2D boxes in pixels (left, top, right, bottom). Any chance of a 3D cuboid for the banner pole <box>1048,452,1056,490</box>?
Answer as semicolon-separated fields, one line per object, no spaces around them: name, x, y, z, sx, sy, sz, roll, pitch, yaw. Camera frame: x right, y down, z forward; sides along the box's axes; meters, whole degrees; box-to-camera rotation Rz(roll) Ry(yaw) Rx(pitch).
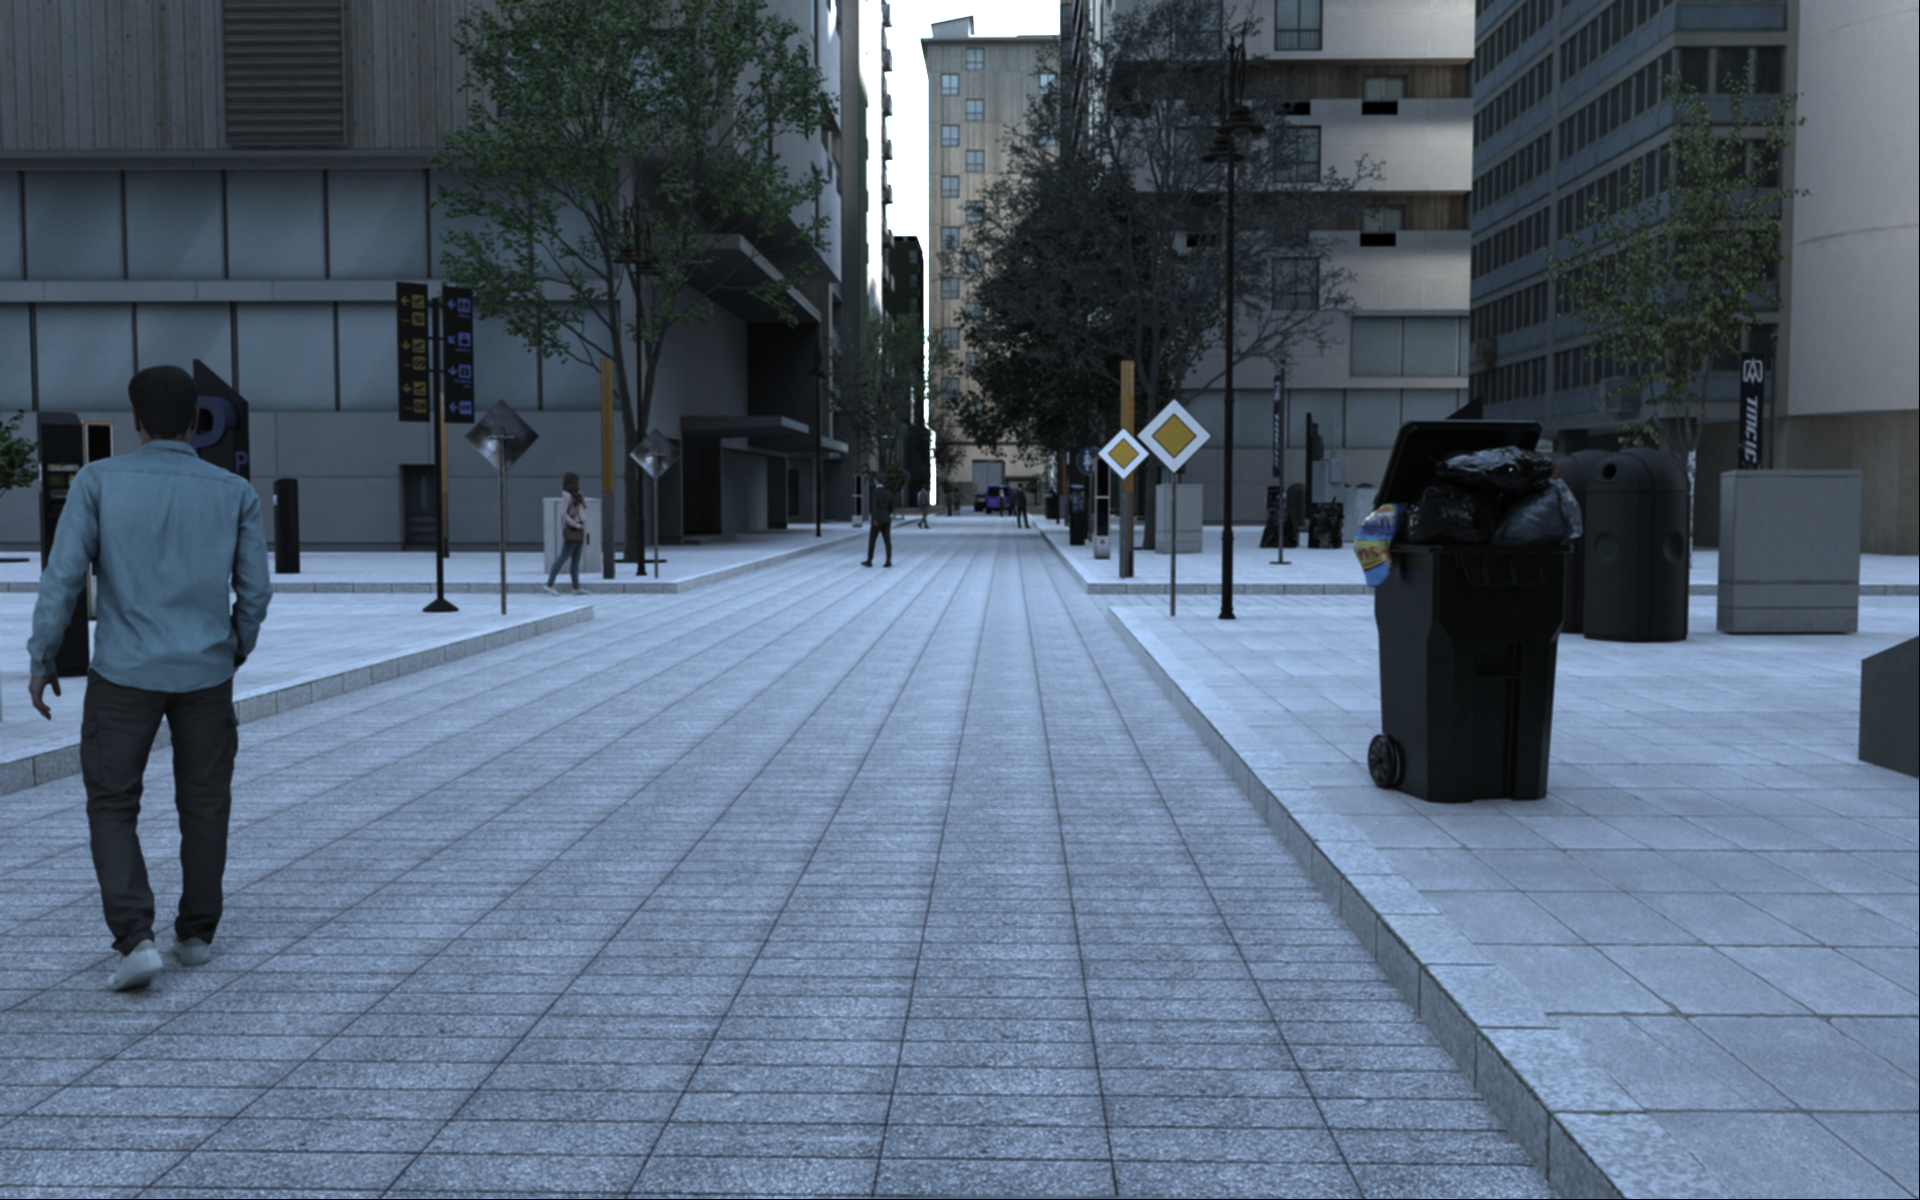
banner pole;5.044;-6.492;96.164;0.401;3.779;0.863;-2;4;-34

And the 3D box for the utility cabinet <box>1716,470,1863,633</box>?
utility cabinet;7.604;-0.442;15.902;1.173;1.500;0.318;0;4;-2

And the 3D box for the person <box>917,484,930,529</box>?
person;-1.486;-3.881;72.048;0.679;1.850;0.850;3;5;41

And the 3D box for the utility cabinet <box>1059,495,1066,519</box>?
utility cabinet;5.193;-4.852;90.494;1.020;1.237;0.306;-2;4;-24

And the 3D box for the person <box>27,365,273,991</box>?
person;-2.387;0.206;5.153;0.660;1.820;0.620;-3;4;-37

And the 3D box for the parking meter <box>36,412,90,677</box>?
parking meter;-6.322;-0.397;12.209;0.255;1.863;0.399;-2;4;-33

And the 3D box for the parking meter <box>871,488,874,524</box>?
parking meter;-3.578;-3.960;73.150;0.372;1.533;0.369;0;3;0

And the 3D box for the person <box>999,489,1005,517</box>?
person;2.731;-6.132;109.481;0.721;1.736;1.217;0;4;3

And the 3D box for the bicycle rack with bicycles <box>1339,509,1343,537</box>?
bicycle rack with bicycles;11.545;-2.262;50.372;2.852;0.926;2.925;-1;4;-18

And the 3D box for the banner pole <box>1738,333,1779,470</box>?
banner pole;12.427;-2.258;26.936;0.863;3.779;0.401;-1;4;-17

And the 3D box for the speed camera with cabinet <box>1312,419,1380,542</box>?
speed camera with cabinet;10.300;-3.156;45.936;2.038;3.252;0.660;-2;4;-29

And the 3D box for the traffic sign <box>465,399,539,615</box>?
traffic sign;-4.855;-0.902;18.383;0.795;2.450;0.064;0;4;2

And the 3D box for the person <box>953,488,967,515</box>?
person;-0.218;-6.688;117.852;1.348;1.824;0.705;1;4;18

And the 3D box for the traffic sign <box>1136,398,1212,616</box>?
traffic sign;2.236;-0.888;18.162;0.795;2.450;0.064;0;4;2

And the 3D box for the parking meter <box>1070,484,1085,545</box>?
parking meter;2.949;-2.145;43.475;0.372;1.533;0.369;0;3;0

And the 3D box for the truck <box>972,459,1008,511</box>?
truck;2.520;-9.596;145.813;2.839;4.237;11.283;0;4;3

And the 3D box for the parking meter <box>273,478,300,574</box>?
parking meter;-10.903;-1.201;28.041;0.372;1.533;0.369;0;3;0

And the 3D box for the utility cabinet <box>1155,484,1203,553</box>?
utility cabinet;4.733;-1.761;37.477;1.173;1.500;0.318;-3;5;-40

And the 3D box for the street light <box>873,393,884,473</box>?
street light;-3.585;-6.414;77.658;0.468;5.910;1.993;0;4;2

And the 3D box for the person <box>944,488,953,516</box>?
person;-0.703;-6.378;112.866;0.705;1.814;1.350;-1;4;-23

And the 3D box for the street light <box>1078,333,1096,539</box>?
street light;3.582;-4.664;49.037;0.468;5.910;1.993;0;4;2

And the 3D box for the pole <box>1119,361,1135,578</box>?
pole;2.566;-2.003;26.593;0.158;3.312;0.155;0;3;0

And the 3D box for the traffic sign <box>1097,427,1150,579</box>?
traffic sign;2.462;-1.376;26.144;0.795;2.450;0.064;0;4;2

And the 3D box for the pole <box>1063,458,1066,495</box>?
pole;5.944;-6.405;98.561;0.158;3.312;0.155;0;3;0

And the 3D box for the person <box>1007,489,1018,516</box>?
person;3.412;-6.315;112.299;0.990;1.755;0.434;3;5;39

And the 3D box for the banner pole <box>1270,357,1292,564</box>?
banner pole;5.882;-2.566;31.976;0.401;3.779;0.863;0;4;-4

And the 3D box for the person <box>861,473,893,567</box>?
person;-1.619;-1.573;33.997;0.659;1.850;0.755;-3;5;-41

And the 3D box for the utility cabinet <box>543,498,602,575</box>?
utility cabinet;-6.259;-1.032;28.033;0.306;1.237;1.020;2;4;33

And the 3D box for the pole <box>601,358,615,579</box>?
pole;-5.317;-1.976;26.151;0.158;3.312;0.155;0;3;0

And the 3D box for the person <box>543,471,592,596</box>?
person;-5.577;-0.946;24.565;0.643;1.750;0.593;0;4;-4

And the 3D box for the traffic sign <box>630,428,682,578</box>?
traffic sign;-4.629;-1.390;26.365;0.795;2.450;0.064;0;4;2

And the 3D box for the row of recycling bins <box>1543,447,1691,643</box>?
row of recycling bins;5.791;-0.583;16.646;1.069;1.692;3.534;-1;4;-10

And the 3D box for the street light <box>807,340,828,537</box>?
street light;-4.270;-4.849;52.064;0.468;5.910;1.993;0;4;2

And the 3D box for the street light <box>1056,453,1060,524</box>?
street light;4.217;-6.214;74.387;0.468;5.910;1.993;0;4;2

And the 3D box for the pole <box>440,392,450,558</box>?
pole;-10.377;-2.500;34.725;0.158;3.312;0.155;0;3;0

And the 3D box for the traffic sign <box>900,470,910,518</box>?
traffic sign;-2.962;-5.484;89.762;0.768;2.556;0.104;0;4;4

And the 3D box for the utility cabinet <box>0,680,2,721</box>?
utility cabinet;-5.944;0.086;9.752;1.020;1.237;0.306;1;4;12

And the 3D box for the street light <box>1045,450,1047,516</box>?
street light;4.953;-7.747;99.449;0.468;5.910;1.993;0;4;2

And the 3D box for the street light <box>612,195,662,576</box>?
street light;-5.030;-3.326;27.161;0.468;5.910;1.993;0;4;2

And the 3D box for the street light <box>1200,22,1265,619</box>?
street light;2.745;-2.743;17.636;0.468;5.910;1.993;0;4;2

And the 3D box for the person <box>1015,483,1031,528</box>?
person;2.643;-4.003;73.316;0.648;1.900;0.474;3;5;41

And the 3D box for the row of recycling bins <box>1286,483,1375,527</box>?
row of recycling bins;14.154;-3.593;65.853;3.534;1.692;1.069;-1;4;-11
